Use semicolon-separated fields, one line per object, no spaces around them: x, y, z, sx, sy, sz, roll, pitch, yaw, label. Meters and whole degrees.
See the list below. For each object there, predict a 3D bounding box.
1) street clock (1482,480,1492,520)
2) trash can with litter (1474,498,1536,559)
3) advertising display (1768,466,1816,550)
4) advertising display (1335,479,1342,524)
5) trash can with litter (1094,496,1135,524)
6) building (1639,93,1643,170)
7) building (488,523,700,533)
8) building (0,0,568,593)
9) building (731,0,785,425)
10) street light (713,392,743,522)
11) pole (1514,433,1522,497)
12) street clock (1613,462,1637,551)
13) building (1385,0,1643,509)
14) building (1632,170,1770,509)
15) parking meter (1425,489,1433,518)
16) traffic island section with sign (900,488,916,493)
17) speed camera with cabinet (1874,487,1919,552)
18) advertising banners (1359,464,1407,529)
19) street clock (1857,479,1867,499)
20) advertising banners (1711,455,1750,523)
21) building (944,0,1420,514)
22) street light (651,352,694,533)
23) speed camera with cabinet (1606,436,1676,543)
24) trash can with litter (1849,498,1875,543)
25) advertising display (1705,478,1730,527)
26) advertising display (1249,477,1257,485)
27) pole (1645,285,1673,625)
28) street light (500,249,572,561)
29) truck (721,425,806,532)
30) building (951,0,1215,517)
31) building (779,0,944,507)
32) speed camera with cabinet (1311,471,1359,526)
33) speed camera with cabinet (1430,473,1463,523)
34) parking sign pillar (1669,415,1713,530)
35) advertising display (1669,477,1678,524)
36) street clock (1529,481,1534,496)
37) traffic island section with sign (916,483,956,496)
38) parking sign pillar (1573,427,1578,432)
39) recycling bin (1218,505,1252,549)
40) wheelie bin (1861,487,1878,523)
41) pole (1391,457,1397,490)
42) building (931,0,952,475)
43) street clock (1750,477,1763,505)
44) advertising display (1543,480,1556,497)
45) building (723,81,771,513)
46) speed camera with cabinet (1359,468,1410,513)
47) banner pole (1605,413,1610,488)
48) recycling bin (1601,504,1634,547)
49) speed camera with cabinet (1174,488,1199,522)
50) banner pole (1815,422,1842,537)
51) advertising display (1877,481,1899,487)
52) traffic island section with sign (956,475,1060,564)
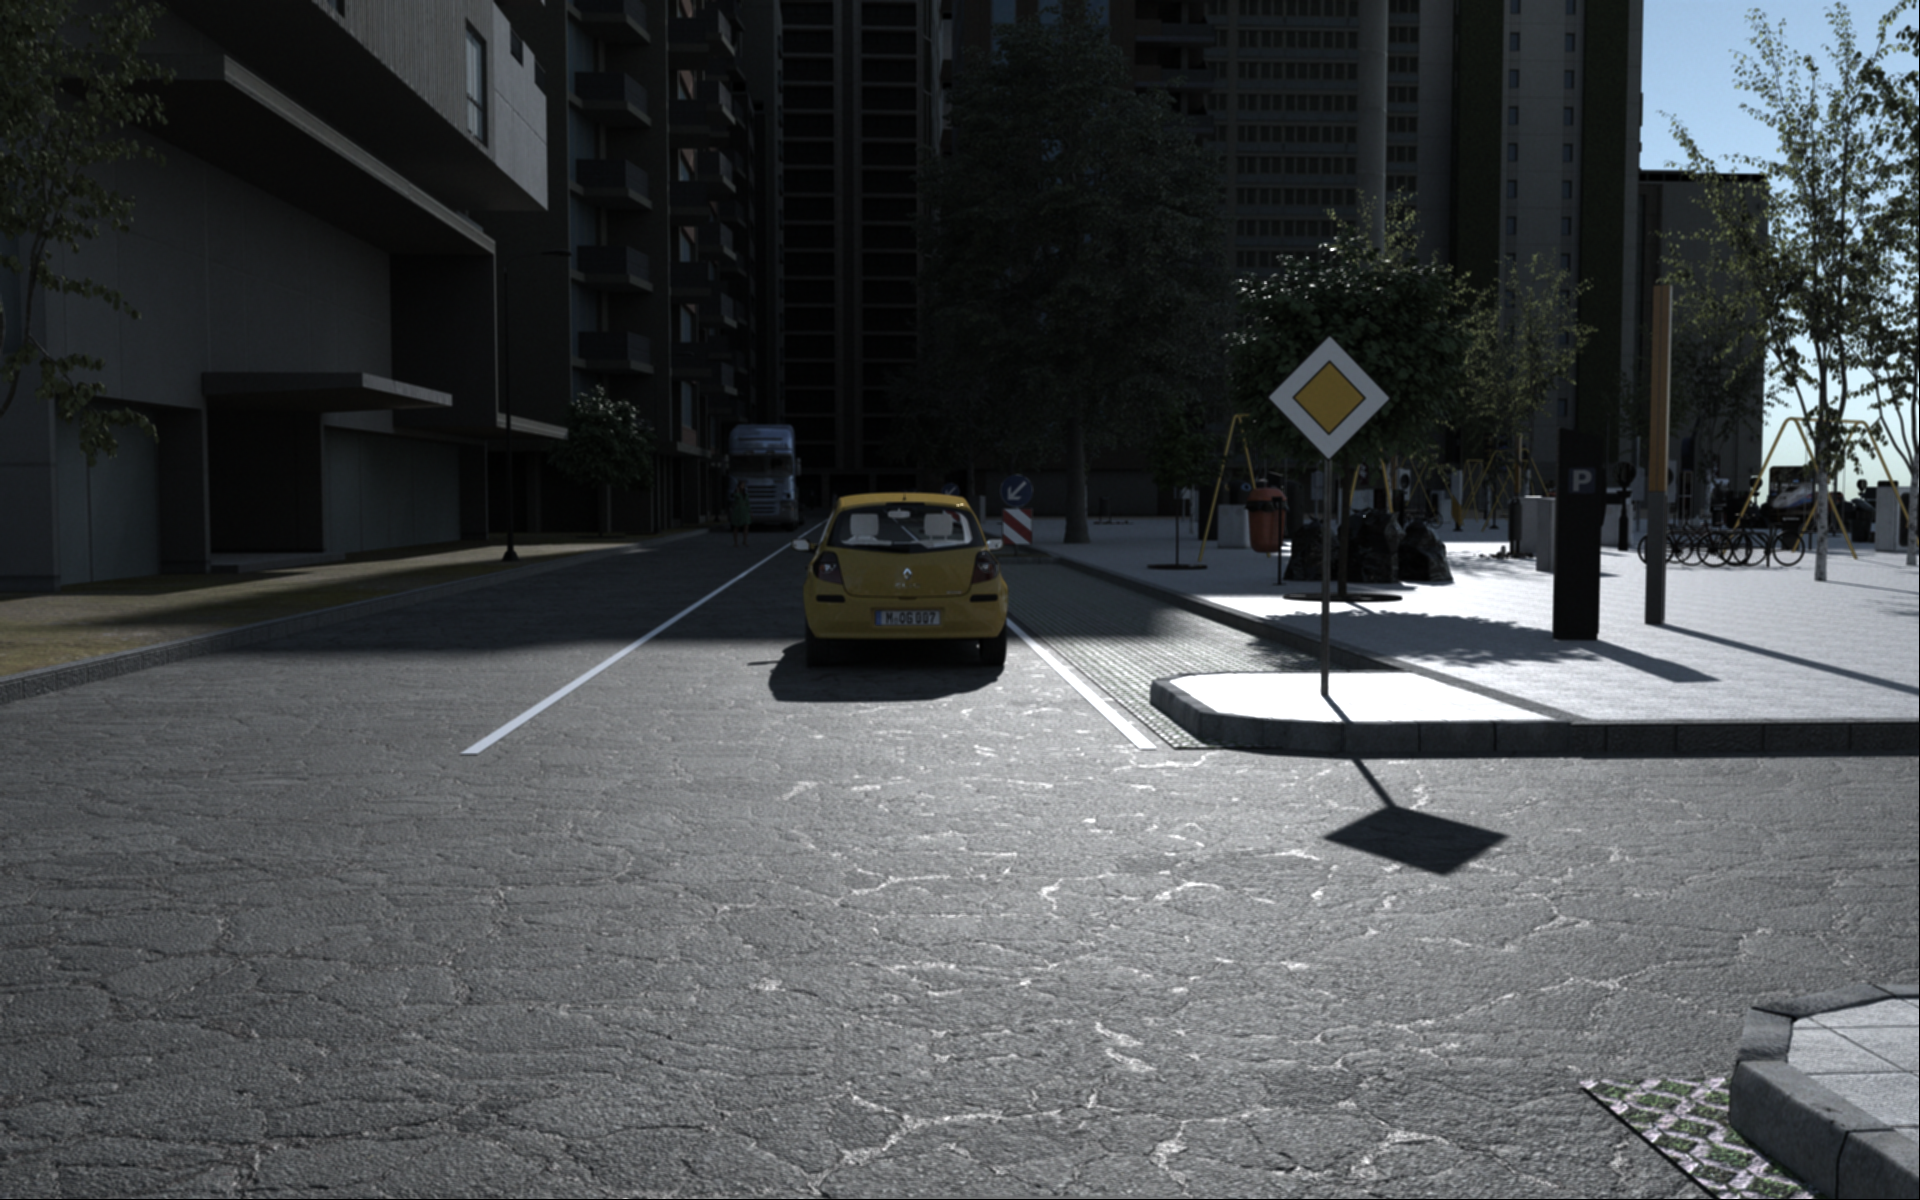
26.432;-5.035;86.884;0.358;2.002;0.471;-1;4;-18;street clock
10.983;-1.459;34.912;1.678;1.210;2.233;2;4;32;trash can with litter
19.176;-2.124;39.937;0.974;1.923;0.123;3;5;40;advertising display
16.434;-4.232;74.406;0.123;1.923;0.974;3;5;43;advertising display
6.609;-3.858;74.134;2.233;1.210;1.678;-2;4;-25;trash can with litter
60.554;-30.345;179.741;14.086;41.232;14.154;0;4;-3;building
-20.696;-25.354;69.157;22.147;44.769;28.867;0;4;-3;building
-23.529;-27.117;32.595;28.713;52.752;27.495;0;4;-3;building
-26.289;-32.164;149.581;21.600;48.544;21.300;0;4;-3;building
-10.609;-6.528;79.268;1.470;5.913;1.316;0;4;-3;street light
18.639;-3.917;57.892;0.158;3.312;0.155;0;3;0;pole
15.078;-2.126;39.326;0.471;2.002;0.358;2;4;30;street clock
42.497;-37.375;153.080;28.212;58.520;21.231;0;4;-3;building
63.447;-23.651;158.389;14.107;30.474;14.160;0;4;-3;building
23.359;-4.760;86.230;0.372;1.533;0.369;0;3;0;parking meter
-4.630;-8.032;139.947;1.989;1.847;2.006;0;4;-3;traffic island section with sign
21.477;-2.710;38.650;2.038;3.252;0.660;-1;4;-18;speed camera with cabinet
12.201;-3.305;50.227;0.090;3.025;2.074;-2;4;-29;advertising banners
44.628;-4.964;85.729;0.471;2.002;0.358;-2;4;-26;street clock
34.153;-4.935;76.876;0.090;3.025;2.074;-2;4;-29;advertising banners
15.101;-26.382;123.219;32.217;40.220;23.993;0;4;-3;building
-9.413;-5.151;56.766;1.470;5.913;1.316;0;4;-3;street light
17.642;-3.120;45.354;2.038;3.252;0.660;1;4;21;speed camera with cabinet
24.103;-2.107;45.843;0.624;1.170;1.055;-2;4;-25;trash can with litter
29.478;-3.804;67.413;0.974;1.923;0.123;0;4;-7;advertising display
10.911;-3.628;64.527;0.123;1.923;0.974;1;4;19;advertising display
6.871;-1.418;17.027;0.158;3.312;0.155;0;3;0;pole
-8.063;-3.698;33.000;1.470;5.913;1.316;0;4;-3;street light
-7.952;-5.082;72.845;2.967;4.110;18.799;0;4;-4;truck
6.755;-27.728;103.464;14.600;45.320;14.200;0;4;-3;building
-8.597;-45.293;178.799;20.611;71.187;20.563;0;4;-3;building
15.168;-4.601;69.554;2.038;3.252;0.660;1;4;17;speed camera with cabinet
21.363;-4.997;76.044;0.660;3.252;2.038;-1;4;-10;speed camera with cabinet
24.848;-4.305;58.865;1.447;3.967;1.447;2;4;33;parking sign pillar
25.881;-3.580;63.753;0.974;1.923;0.123;0;4;8;advertising display
28.162;-4.971;85.840;0.358;2.002;0.471;-2;4;-35;street clock
-0.490;-3.353;63.456;1.989;1.847;2.006;0;4;-3;traffic island section with sign
24.922;-4.999;70.200;1.447;3.967;1.447;0;4;7;parking sign pillar
6.557;-1.741;41.018;0.722;1.027;0.722;2;4;29;recycling bin
40.850;-4.259;77.537;0.980;1.594;0.693;3;5;39;wheelie bin
13.091;-3.572;52.238;0.158;3.312;0.155;0;3;0;pole
11.435;-34.203;148.449;28.713;52.752;27.495;0;4;-3;building
33.946;-4.241;73.903;0.471;2.002;0.358;-1;4;-12;street clock
28.104;-4.700;82.060;0.974;1.923;0.123;0;4;3;advertising display
-20.734;-21.387;121.384;14.160;30.474;14.107;0;4;-3;building
15.068;-4.082;61.077;2.038;3.252;0.660;-3;5;-41;speed camera with cabinet
20.121;-3.906;53.886;0.401;3.779;0.863;1;4;23;banner pole
16.179;-1.841;42.662;0.722;1.027;0.722;2;4;24;recycling bin
10.830;-5.261;80.357;2.038;3.252;0.660;-3;4;-39;speed camera with cabinet
26.217;-3.810;52.316;0.401;3.779;0.863;-3;5;-45;banner pole
45.057;-4.827;84.142;0.123;1.923;0.974;-2;4;-32;advertising display
1.006;-1.671;35.949;1.989;1.847;2.006;0;4;-3;traffic island section with sign
